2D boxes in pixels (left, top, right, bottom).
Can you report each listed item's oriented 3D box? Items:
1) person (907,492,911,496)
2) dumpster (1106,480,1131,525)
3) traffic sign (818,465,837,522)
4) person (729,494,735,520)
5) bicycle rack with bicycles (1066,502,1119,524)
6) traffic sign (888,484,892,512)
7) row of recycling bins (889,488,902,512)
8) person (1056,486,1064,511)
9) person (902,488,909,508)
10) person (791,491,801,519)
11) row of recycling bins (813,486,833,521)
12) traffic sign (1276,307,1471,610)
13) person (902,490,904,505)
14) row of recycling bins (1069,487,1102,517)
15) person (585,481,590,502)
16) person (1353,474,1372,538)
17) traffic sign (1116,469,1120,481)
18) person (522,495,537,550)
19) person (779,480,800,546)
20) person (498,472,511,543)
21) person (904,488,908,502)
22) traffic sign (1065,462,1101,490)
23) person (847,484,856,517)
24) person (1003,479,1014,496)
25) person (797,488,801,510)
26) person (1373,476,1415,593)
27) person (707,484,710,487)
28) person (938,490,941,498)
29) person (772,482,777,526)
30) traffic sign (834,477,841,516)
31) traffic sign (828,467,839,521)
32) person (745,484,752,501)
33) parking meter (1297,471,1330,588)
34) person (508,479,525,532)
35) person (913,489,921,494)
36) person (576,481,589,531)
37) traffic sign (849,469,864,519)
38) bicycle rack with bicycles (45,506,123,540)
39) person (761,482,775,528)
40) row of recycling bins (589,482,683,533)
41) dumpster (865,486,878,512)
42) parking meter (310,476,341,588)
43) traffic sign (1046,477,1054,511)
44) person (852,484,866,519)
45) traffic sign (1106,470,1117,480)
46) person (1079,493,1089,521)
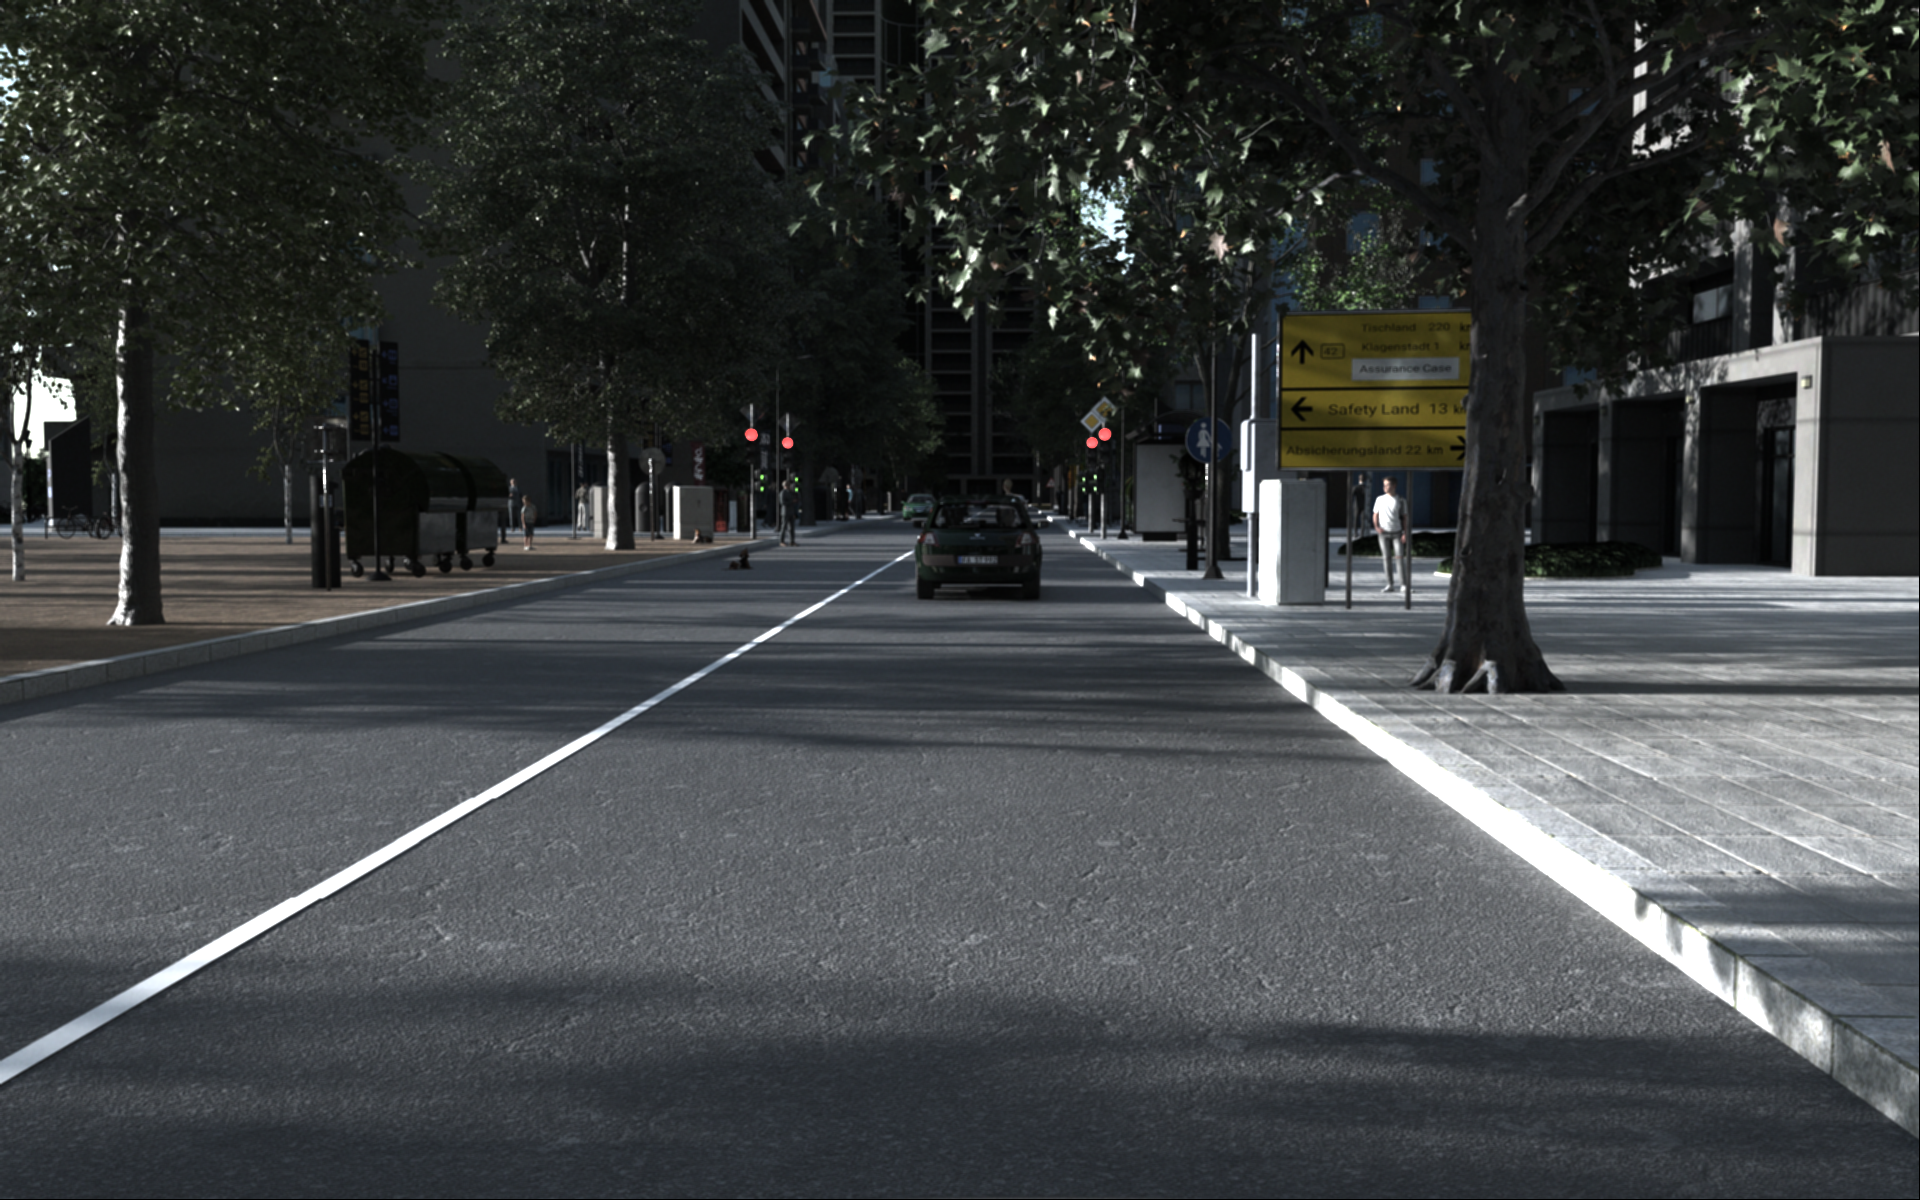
[{"bbox_3d":[-5.265,-10.065,170.694,1.350,1.814,0.705,1,4,10],"label":"person"},{"bbox_3d":[6.659,-4.036,71.743,1.264,1.857,1.865,0,4,2],"label":"dumpster"},{"bbox_3d":[-5.992,-4.789,78.311,0.884,2.594,0.081,0,4,7],"label":"traffic sign"},{"bbox_3d":[-11.056,-4.491,83.739,0.475,1.303,0.640,-2,4,-31],"label":"person"},{"bbox_3d":[6.123,-3.764,74.919,2.852,0.926,2.925,-1,4,-16],"label":"bicycle rack with bicycles"},{"bbox_3d":[-5.137,-7.585,124.121,0.768,2.556,0.104,0,4,7],"label":"traffic sign"},{"bbox_3d":[-4.850,-7.410,128.261,1.069,1.692,3.534,0,4,3],"label":"row of recycling bins"},{"bbox_3d":[7.019,-7.085,121.653,0.659,1.850,0.755,1,4,12],"label":"person"},{"bbox_3d":[-5.282,-9.563,162.406,1.348,1.823,0.705,-1,4,-14],"label":"person"},{"bbox_3d":[-6.982,-4.055,73.184,0.643,1.720,0.563,3,4,37],"label":"person"},{"bbox_3d":[-6.781,-4.770,85.106,1.069,1.692,3.534,0,4,1],"label":"row of recycling bins"},{"bbox_3d":[4.651,-1.547,19.159,2.265,3.308,0.079,1,4,10],"label":"traffic sign"},{"bbox_3d":[-6.757,-12.225,205.880,0.705,1.831,1.348,1,4,10],"label":"person"},{"bbox_3d":[7.308,-5.593,98.555,1.069,1.692,3.534,3,4,37],"label":"row of recycling bins"},{"bbox_3d":[-15.354,-3.991,71.421,0.853,1.813,0.709,-3,5,-40],"label":"person"},{"bbox_3d":[11.514,-2.694,49.866,0.659,1.850,0.755,1,4,9],"label":"person"},{"bbox_3d":[7.529,-5.221,85.463,0.768,2.556,0.104,0,4,5],"label":"traffic sign"},{"bbox_3d":[-9.895,-1.779,39.817,0.332,1.250,0.352,0,4,5],"label":"person"},{"bbox_3d":[-4.649,-2.369,47.404,0.590,1.801,0.661,1,4,16],"label":"person"},{"bbox_3d":[-12.116,-2.419,45.405,0.655,1.846,0.447,-1,4,-15],"label":"person"},{"bbox_3d":[-4.684,-8.746,149.034,0.705,1.824,1.348,0,4,-4],"label":"person"},{"bbox_3d":[7.821,-7.111,110.129,2.265,3.308,0.079,0,4,8],"label":"traffic sign"},{"bbox_3d":[-6.120,-5.542,96.525,0.748,1.841,0.638,-1,4,-17],"label":"person"},{"bbox_3d":[1.154,-1.625,35.736,0.598,1.740,0.731,1,4,11],"label":"person"},{"bbox_3d":[-10.709,-6.568,113.782,0.694,1.780,0.624,-1,4,-12],"label":"person"},{"bbox_3d":[5.679,-0.855,22.623,0.503,1.515,0.523,-1,4,-9],"label":"person"},{"bbox_3d":[-12.168,-4.736,83.726,0.600,1.795,0.529,-1,4,-15],"label":"person"},{"bbox_3d":[-2.109,-11.155,189.222,0.721,1.735,1.217,0,4,-2],"label":"person"},{"bbox_3d":[-7.423,-3.812,68.796,0.576,1.772,0.534,-2,4,-33],"label":"person"},{"bbox_3d":[-7.237,-6.048,101.007,0.606,2.300,0.079,0,4,5],"label":"traffic sign"},{"bbox_3d":[-6.144,-5.032,82.374,0.768,2.556,0.104,0,4,8],"label":"traffic sign"},{"bbox_3d":[-10.486,-4.831,85.216,0.526,1.800,0.537,-2,4,-34],"label":"person"},{"bbox_3d":[4.843,-1.104,23.766,0.399,1.863,0.255,-1,4,-18],"label":"parking meter"},{"bbox_3d":[-15.096,-3.216,58.803,0.661,1.801,0.590,-1,4,-22],"label":"person"},{"bbox_3d":[-3.991,-9.495,161.291,1.348,1.824,0.705,1,4,10],"label":"person"},{"bbox_3d":[-13.069,-3.281,60.240,0.519,1.759,0.362,2,4,23],"label":"person"},{"bbox_3d":[-5.254,-5.362,87.779,0.768,2.556,0.104,0,4,7],"label":"traffic sign"},{"bbox_3d":[-24.834,-2.249,50.149,2.852,0.926,2.925,1,4,15],"label":"bicycle rack with bicycles"},{"bbox_3d":[-7.285,-3.629,65.797,0.534,1.772,0.576,-1,4,-13],"label":"person"},{"bbox_3d":[-10.865,-3.132,58.319,3.534,1.692,1.069,1,4,14],"label":"row of recycling bins"},{"bbox_3d":[-6.309,-7.324,125.511,1.264,1.857,1.865,0,4,2],"label":"dumpster"},{"bbox_3d":[-8.679,-0.934,23.688,0.372,1.533,0.369,0,3,0],"label":"parking meter"},{"bbox_3d":[6.919,-8.029,131.284,0.884,2.594,0.081,0,4,6],"label":"traffic sign"},{"bbox_3d":[-5.169,-5.044,88.636,0.709,1.813,0.853,-1,4,-21],"label":"person"},{"bbox_3d":[7.317,-5.203,85.182,0.768,2.556,0.104,1,4,10],"label":"traffic sign"},{"bbox_3d":[6.074,-4.650,82.410,0.623,1.781,0.721,-3,5,-40],"label":"person"}]
